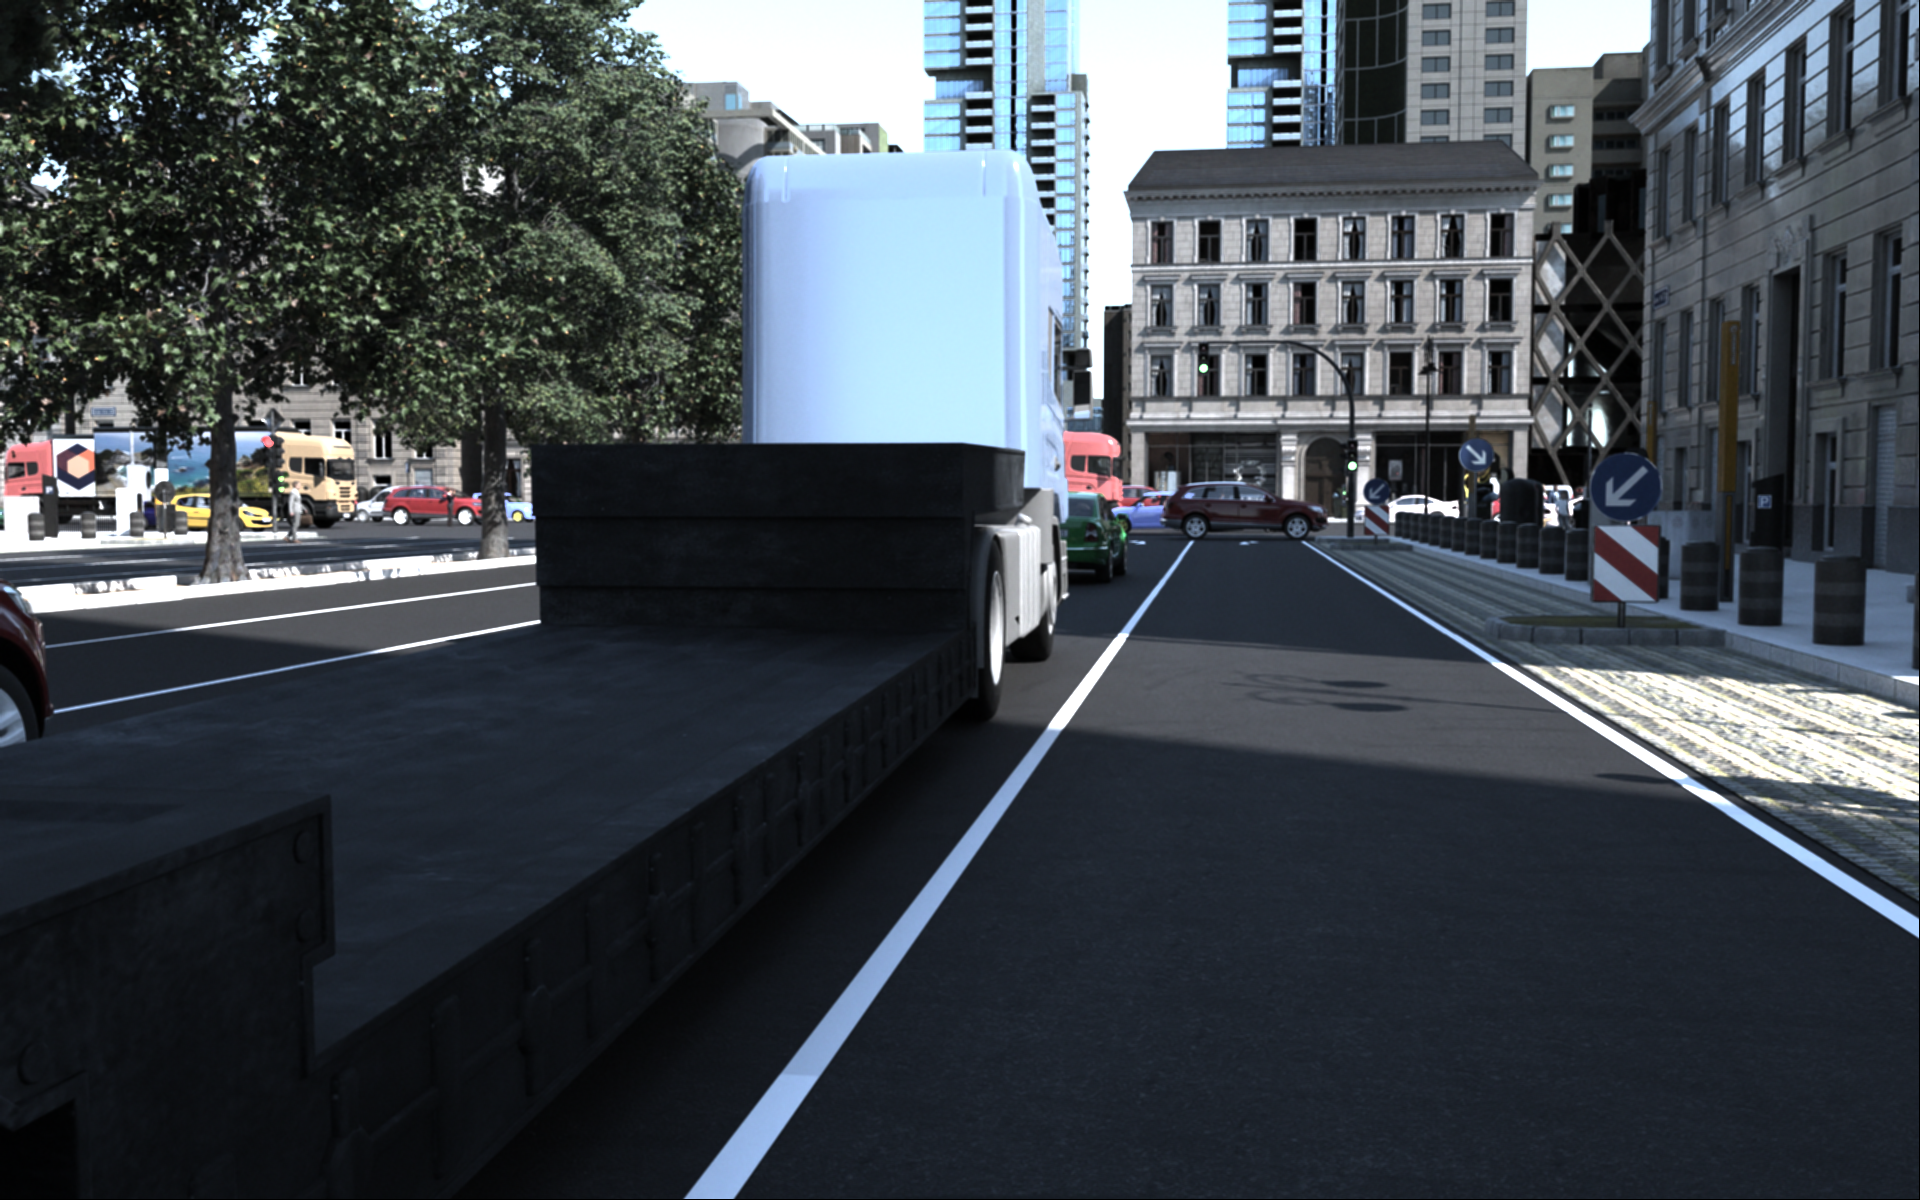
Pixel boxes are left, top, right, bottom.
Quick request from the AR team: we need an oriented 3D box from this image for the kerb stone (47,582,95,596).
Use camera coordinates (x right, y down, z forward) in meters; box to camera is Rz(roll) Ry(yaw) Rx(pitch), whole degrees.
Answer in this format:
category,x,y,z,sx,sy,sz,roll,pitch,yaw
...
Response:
category,x,y,z,sx,sy,sz,roll,pitch,yaw
kerb stone,-12.684,-0.145,24.566,0.120,0.150,1.000,1,4,9

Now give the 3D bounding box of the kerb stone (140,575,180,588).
category,x,y,z,sx,sy,sz,roll,pitch,yaw
kerb stone,-12.370,-0.269,26.599,0.120,0.150,1.000,1,4,9

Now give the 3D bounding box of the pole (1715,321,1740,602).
category,x,y,z,sx,sy,sz,roll,pitch,yaw
pole,9.100,-1.633,20.546,0.158,3.312,0.155,0,3,0

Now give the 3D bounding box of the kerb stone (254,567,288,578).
category,x,y,z,sx,sy,sz,roll,pitch,yaw
kerb stone,-11.892,-0.456,29.677,0.120,0.150,1.000,1,4,9

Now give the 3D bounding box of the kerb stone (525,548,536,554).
category,x,y,z,sx,sy,sz,roll,pitch,yaw
kerb stone,-10.172,-1.142,40.871,0.120,0.150,1.000,1,4,9

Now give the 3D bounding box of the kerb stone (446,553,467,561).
category,x,y,z,sx,sy,sz,roll,pitch,yaw
kerb stone,-10.794,-0.893,36.803,0.120,0.150,1.000,1,4,9

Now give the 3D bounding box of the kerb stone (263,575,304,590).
category,x,y,z,sx,sy,sz,roll,pitch,yaw
kerb stone,-10.302,-0.243,26.240,0.120,0.150,1.000,1,4,9

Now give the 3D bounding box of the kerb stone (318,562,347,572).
category,x,y,z,sx,sy,sz,roll,pitch,yaw
kerb stone,-11.586,-0.573,31.711,0.120,0.150,1.000,1,4,9

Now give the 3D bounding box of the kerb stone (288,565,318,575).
category,x,y,z,sx,sy,sz,roll,pitch,yaw
kerb stone,-11.739,-0.515,30.694,0.120,0.150,1.000,1,4,9

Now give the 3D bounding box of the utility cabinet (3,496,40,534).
category,x,y,z,sx,sy,sz,roll,pitch,yaw
utility cabinet,-30.391,-2.749,56.105,1.020,1.237,0.306,0,4,-2

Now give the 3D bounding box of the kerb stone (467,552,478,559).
category,x,y,z,sx,sy,sz,roll,pitch,yaw
kerb stone,-10.639,-0.956,37.819,0.120,0.150,1.000,1,4,9

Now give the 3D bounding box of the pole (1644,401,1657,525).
category,x,y,z,sx,sy,sz,roll,pitch,yaw
pole,15.239,-2.714,38.213,0.158,3.312,0.155,0,3,0

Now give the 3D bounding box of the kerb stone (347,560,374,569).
category,x,y,z,sx,sy,sz,roll,pitch,yaw
kerb stone,-11.423,-0.644,32.725,0.120,0.150,1.000,1,4,9

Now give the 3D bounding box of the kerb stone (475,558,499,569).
category,x,y,z,sx,sy,sz,roll,pitch,yaw
kerb stone,-9.195,-0.684,33.374,0.120,0.150,1.000,1,4,9

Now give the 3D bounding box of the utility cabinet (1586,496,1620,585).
category,x,y,z,sx,sy,sz,roll,pitch,yaw
utility cabinet,9.167,-0.969,24.527,0.318,1.500,1.173,2,4,29

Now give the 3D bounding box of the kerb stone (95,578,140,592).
category,x,y,z,sx,sy,sz,roll,pitch,yaw
kerb stone,-12.523,-0.207,25.582,0.120,0.150,1.000,1,4,9

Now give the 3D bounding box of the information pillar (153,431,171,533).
category,x,y,z,sx,sy,sz,roll,pitch,yaw
information pillar,-26.243,-4.010,56.918,0.183,3.616,0.504,2,4,24

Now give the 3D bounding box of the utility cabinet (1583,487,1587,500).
category,x,y,z,sx,sy,sz,roll,pitch,yaw
utility cabinet,17.838,-2.450,48.733,0.318,1.500,1.173,0,4,2

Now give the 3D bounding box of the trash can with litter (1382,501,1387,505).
category,x,y,z,sx,sy,sz,roll,pitch,yaw
trash can with litter,21.752,-4.840,90.526,1.055,1.170,0.624,2,4,25

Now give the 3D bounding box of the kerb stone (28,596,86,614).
category,x,y,z,sx,sy,sz,roll,pitch,yaw
kerb stone,-11.087,0.063,21.158,0.120,0.150,1.000,1,4,9

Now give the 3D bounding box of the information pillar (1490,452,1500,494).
category,x,y,z,sx,sy,sz,roll,pitch,yaw
information pillar,27.619,-6.005,89.538,0.504,3.616,0.183,0,3,0

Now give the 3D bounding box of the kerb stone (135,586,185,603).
category,x,y,z,sx,sy,sz,roll,pitch,yaw
kerb stone,-10.762,-0.057,23.190,0.120,0.150,1.000,1,4,9

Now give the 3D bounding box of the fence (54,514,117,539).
category,x,y,z,sx,sy,sz,roll,pitch,yaw
fence,-25.736,-2.173,50.909,0.278,0.683,2.069,1,4,23

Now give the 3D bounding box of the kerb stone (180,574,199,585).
category,x,y,z,sx,sy,sz,roll,pitch,yaw
kerb stone,-12.210,-0.331,27.627,0.120,0.150,1.000,1,4,9

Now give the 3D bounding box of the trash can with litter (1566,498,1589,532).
category,x,y,z,sx,sy,sz,roll,pitch,yaw
trash can with litter,16.561,-2.144,46.446,1.055,1.170,0.624,-1,4,-16

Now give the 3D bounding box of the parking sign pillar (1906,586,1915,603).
category,x,y,z,sx,sy,sz,roll,pitch,yaw
parking sign pillar,11.910,-1.940,20.184,1.447,3.967,1.447,0,4,2

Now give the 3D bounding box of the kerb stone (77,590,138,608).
category,x,y,z,sx,sy,sz,roll,pitch,yaw
kerb stone,-10.925,0.001,22.174,0.120,0.150,1.000,1,4,9

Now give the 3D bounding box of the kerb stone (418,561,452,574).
category,x,y,z,sx,sy,sz,roll,pitch,yaw
kerb stone,-9.512,-0.559,31.341,0.120,0.150,1.000,1,4,9

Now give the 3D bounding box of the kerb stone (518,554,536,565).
category,x,y,z,sx,sy,sz,roll,pitch,yaw
kerb stone,-8.884,-0.805,35.410,0.120,0.150,1.000,1,4,9

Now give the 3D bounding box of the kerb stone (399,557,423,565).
category,x,y,z,sx,sy,sz,roll,pitch,yaw
kerb stone,-11.111,-0.769,34.765,0.120,0.150,1.000,1,4,9

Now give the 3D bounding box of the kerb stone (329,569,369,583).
category,x,y,z,sx,sy,sz,roll,pitch,yaw
kerb stone,-9.991,-0.372,28.275,0.120,0.150,1.000,1,4,9

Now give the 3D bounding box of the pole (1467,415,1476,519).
category,x,y,z,sx,sy,sz,roll,pitch,yaw
pole,13.205,-3.112,44.732,0.158,3.312,0.155,0,3,0

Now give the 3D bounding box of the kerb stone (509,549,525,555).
category,x,y,z,sx,sy,sz,roll,pitch,yaw
kerb stone,-10.327,-1.080,39.855,0.120,0.150,1.000,1,4,9

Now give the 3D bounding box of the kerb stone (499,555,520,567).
category,x,y,z,sx,sy,sz,roll,pitch,yaw
kerb stone,-9.048,-0.743,34.395,0.120,0.150,1.000,1,4,9

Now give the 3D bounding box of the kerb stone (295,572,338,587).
category,x,y,z,sx,sy,sz,roll,pitch,yaw
kerb stone,-10.139,-0.306,27.258,0.120,0.150,1.000,1,4,9

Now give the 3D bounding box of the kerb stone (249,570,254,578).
category,x,y,z,sx,sy,sz,roll,pitch,yaw
kerb stone,-12.060,-0.395,28.650,0.120,0.150,1.000,1,4,9

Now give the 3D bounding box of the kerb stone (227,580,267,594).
category,x,y,z,sx,sy,sz,roll,pitch,yaw
kerb stone,-10.462,-0.185,25.224,0.120,0.150,1.000,1,4,9

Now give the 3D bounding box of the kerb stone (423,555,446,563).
category,x,y,z,sx,sy,sz,roll,pitch,yaw
kerb stone,-10.961,-0.829,35.782,0.120,0.150,1.000,1,4,9

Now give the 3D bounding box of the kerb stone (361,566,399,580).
category,x,y,z,sx,sy,sz,roll,pitch,yaw
kerb stone,-9.828,-0.434,29.295,0.120,0.150,1.000,1,4,9

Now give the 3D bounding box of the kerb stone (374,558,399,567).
category,x,y,z,sx,sy,sz,roll,pitch,yaw
kerb stone,-11.270,-0.707,33.749,0.120,0.150,1.000,1,4,9

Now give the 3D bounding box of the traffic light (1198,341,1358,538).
category,x,y,z,sx,sy,sz,roll,pitch,yaw
traffic light,9.441,-4.687,51.300,4.771,5.953,1.251,1,4,9

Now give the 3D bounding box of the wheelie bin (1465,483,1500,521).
category,x,y,z,sx,sy,sz,roll,pitch,yaw
wheelie bin,15.145,-2.588,50.223,0.980,1.594,0.693,1,4,21

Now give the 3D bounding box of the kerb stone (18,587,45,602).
category,x,y,z,sx,sy,sz,roll,pitch,yaw
kerb stone,-12.843,-0.083,23.547,0.120,0.150,1.000,1,4,9

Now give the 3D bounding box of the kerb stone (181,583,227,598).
category,x,y,z,sx,sy,sz,roll,pitch,yaw
kerb stone,-10.620,-0.119,24.208,0.120,0.150,1.000,1,4,9

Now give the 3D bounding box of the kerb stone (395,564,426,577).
category,x,y,z,sx,sy,sz,roll,pitch,yaw
kerb stone,-9.679,-0.492,30.317,0.120,0.150,1.000,1,4,9

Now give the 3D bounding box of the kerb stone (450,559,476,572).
category,x,y,z,sx,sy,sz,roll,pitch,yaw
kerb stone,-9.362,-0.622,32.358,0.120,0.150,1.000,1,4,9
